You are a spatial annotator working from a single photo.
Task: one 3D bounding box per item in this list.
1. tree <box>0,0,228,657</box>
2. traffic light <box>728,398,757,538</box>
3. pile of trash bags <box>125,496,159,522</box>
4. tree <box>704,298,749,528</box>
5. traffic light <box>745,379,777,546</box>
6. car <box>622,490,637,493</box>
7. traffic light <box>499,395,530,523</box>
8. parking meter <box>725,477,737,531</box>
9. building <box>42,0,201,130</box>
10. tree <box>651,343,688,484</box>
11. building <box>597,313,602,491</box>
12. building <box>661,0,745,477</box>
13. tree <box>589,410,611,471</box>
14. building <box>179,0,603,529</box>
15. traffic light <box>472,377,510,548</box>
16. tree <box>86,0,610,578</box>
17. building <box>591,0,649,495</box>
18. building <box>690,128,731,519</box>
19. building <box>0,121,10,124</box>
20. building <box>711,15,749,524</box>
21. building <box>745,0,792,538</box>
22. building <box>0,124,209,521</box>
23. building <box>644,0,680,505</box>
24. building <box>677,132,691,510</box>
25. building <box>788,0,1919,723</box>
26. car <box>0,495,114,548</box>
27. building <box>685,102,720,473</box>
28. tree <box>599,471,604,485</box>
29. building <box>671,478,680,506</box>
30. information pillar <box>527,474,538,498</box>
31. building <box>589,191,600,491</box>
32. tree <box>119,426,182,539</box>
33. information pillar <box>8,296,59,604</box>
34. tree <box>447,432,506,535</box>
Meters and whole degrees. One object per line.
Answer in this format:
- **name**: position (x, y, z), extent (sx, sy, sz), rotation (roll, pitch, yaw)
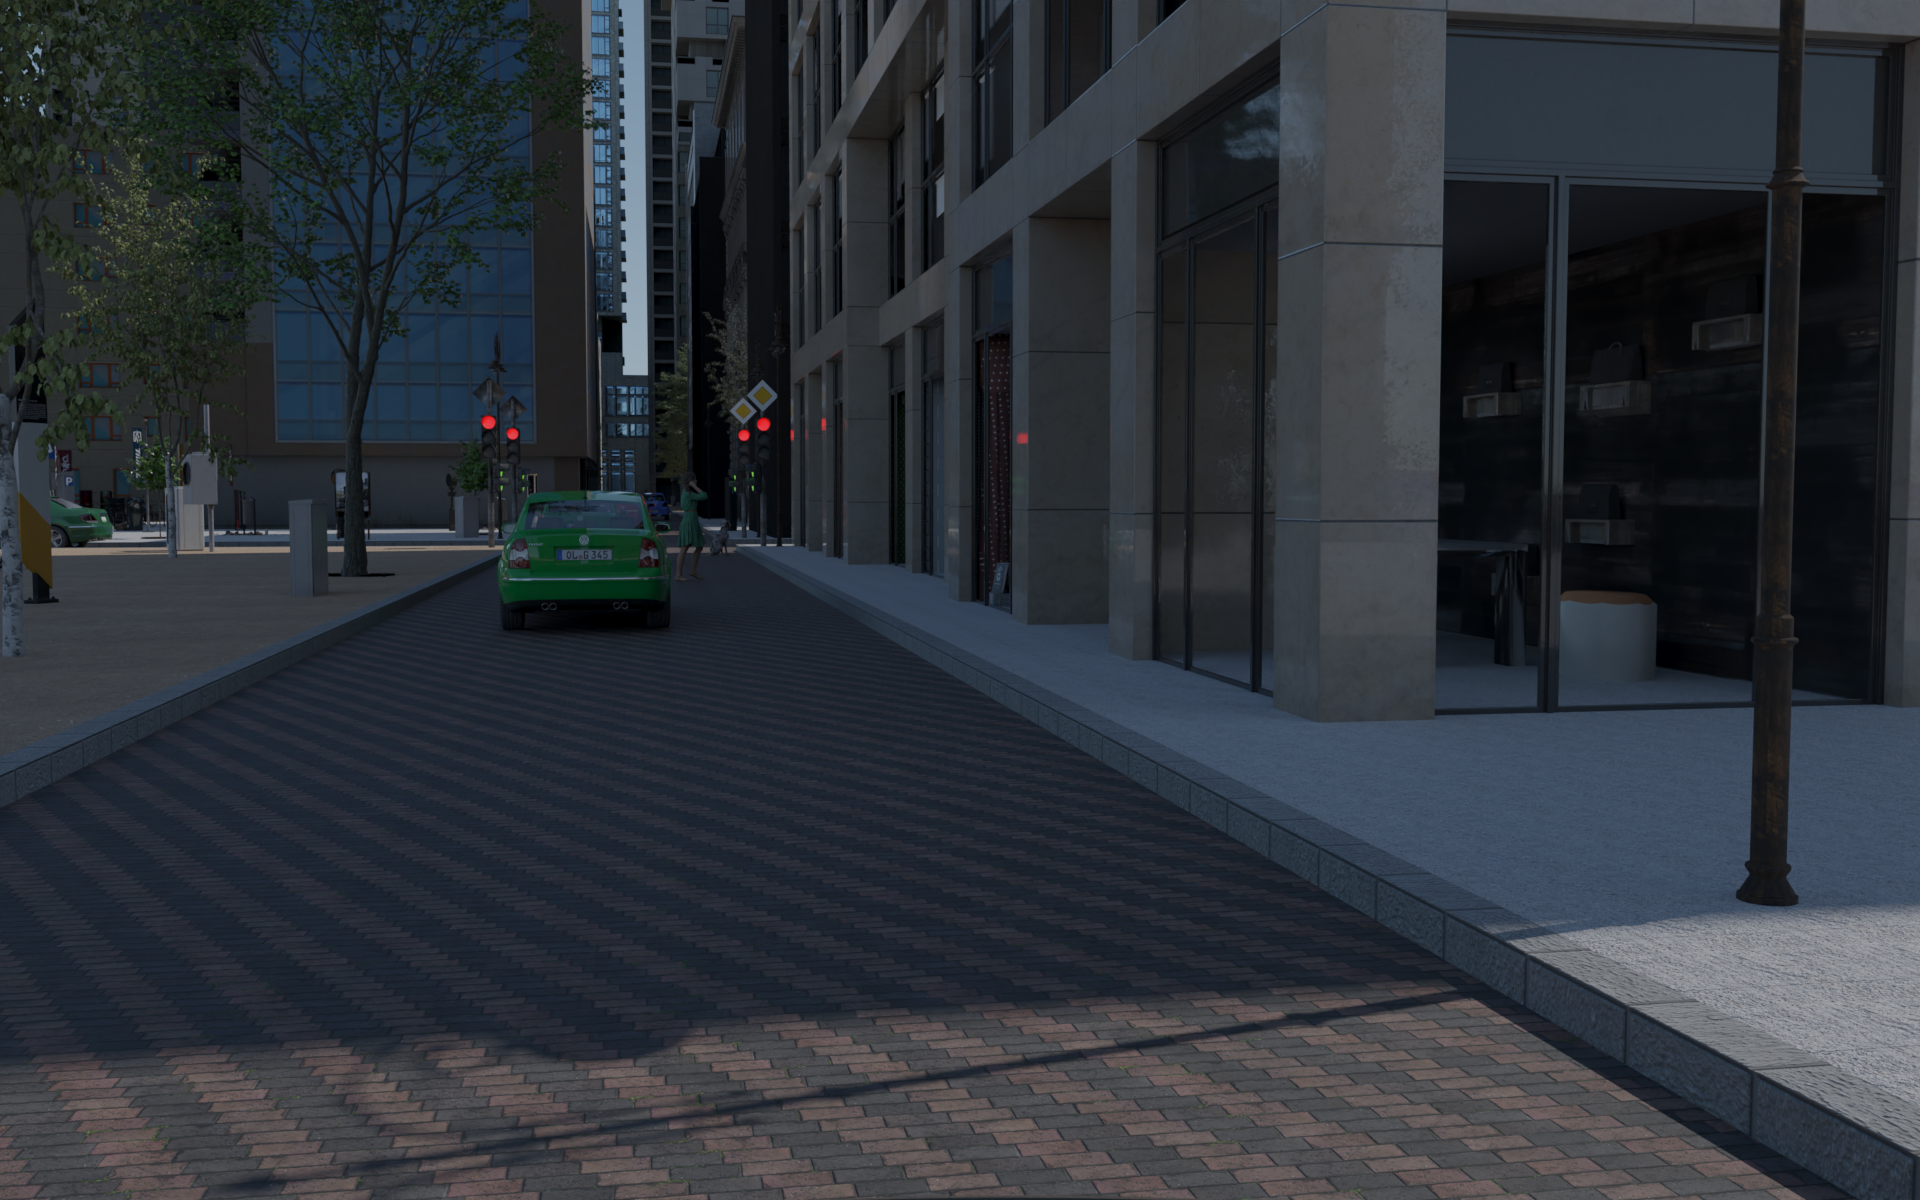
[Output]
- **tree**: position (-7.557, -3.844, 13.219), extent (4.737, 8.622, 4.395), rotation (0, 3, 0)
- **traffic light**: position (-6.323, -3.765, 50.470), extent (0.839, 4.253, 0.868), rotation (-1, 4, -10)
- **pile of trash bags**: position (-37.580, -4.302, 80.097), extent (3.447, 1.369, 1.912), rotation (-3, 4, -37)
- **tree**: position (-7.812, -7.019, 65.123), extent (4.360, 8.622, 3.978), rotation (0, 3, 0)
- **traffic light**: position (-4.866, -3.284, 42.619), extent (0.839, 4.253, 0.868), rotation (-1, 4, -10)
- **car**: position (-33.315, -10.143, 174.504), extent (2.281, 1.827, 5.304), rotation (-1, 4, -8)
- **traffic light**: position (-12.673, -3.692, 49.280), extent (0.839, 4.253, 0.868), rotation (-1, 4, -10)
- **parking meter**: position (-7.960, -3.337, 60.265), extent (0.255, 1.863, 0.399), rotation (3, 4, 36)
- **building**: position (-94.227, -46.896, 204.998), extent (20.611, 71.187, 20.563), rotation (-1, 4, -10)
- **tree**: position (-19.443, -12.951, 129.879), extent (7.486, 12.596, 7.792), rotation (0, 3, 0)
- **building**: position (-52.829, -20.639, 182.488), extent (28.899, 21.520, 27.650), rotation (-1, 4, -10)
- **building**: position (-13.306, -35.152, 163.974), extent (28.713, 52.752, 27.495), rotation (-1, 4, -10)
- **tree**: position (-26.010, -10.262, 118.148), extent (4.360, 8.622, 3.978), rotation (0, 3, 0)
- **building**: position (-22.006, -25.638, 69.297), extent (14.600, 45.320, 14.200), rotation (-1, 4, -10)
- **traffic light**: position (-11.216, -3.211, 41.428), extent (0.839, 4.253, 0.868), rotation (-1, 4, -10)
- **tree**: position (-9.261, -6.173, 26.685), extent (9.928, 11.665, 9.643), rotation (0, 3, 0)
- **building**: position (-54.258, -54.988, 211.731), extent (31.000, 86.520, 22.319), rotation (-1, 4, -10)
- **building**: position (-8.739, -16.413, 98.026), extent (12.332, 23.373, 15.834), rotation (-1, 4, -10)
- **building**: position (-111.250, -33.621, 199.808), extent (14.200, 45.320, 14.600), rotation (-1, 4, -10)
- **building**: position (-5.367, -15.322, 79.401), extent (11.050, 23.489, 19.941), rotation (-1, 4, -10)
- **building**: position (1.303, -13.899, 56.927), extent (15.834, 23.373, 12.332), rotation (-1, 4, -10)
- **building**: position (-36.093, -15.436, 97.414), extent (27.650, 21.520, 28.899), rotation (-1, 4, -10)
- **building**: position (-28.852, -47.612, 216.716), extent (20.611, 71.187, 20.563), rotation (-1, 4, -10)
- **building**: position (-16.089, -22.674, 142.423), extent (14.160, 30.474, 14.107), rotation (-1, 4, -10)
- **building**: position (8.350, -13.628, 27.339), extent (19.350, 26.468, 34.151), rotation (-1, 4, -10)
- **car**: position (-23.980, -1.938, 43.477), extent (4.920, 1.459, 2.131), rotation (-1, 4, -10)
- **building**: position (-11.864, -18.198, 115.558), extent (12.078, 24.808, 19.932), rotation (-1, 4, -10)
- **tree**: position (-36.412, -11.313, 168.687), extent (4.285, 4.588, 4.351), rotation (0, 3, 0)
- **building**: position (-15.475, -30.471, 190.089), extent (32.217, 40.220, 23.993), rotation (-1, 4, -10)
- **information pillar**: position (-15.800, -3.641, 64.027), extent (0.304, 2.012, 0.304), rotation (0, 4, 6)
- **building**: position (-40.234, -23.580, 157.238), extent (14.160, 30.474, 14.107), rotation (-1, 4, -10)
- **tree**: position (-23.044, -3.378, 49.836), extent (1.663, 3.219, 1.824), rotation (0, 3, 0)
- **information pillar**: position (-10.820, -1.763, 20.178), extent (0.183, 3.616, 0.504), rotation (1, 4, 14)
- **tree**: position (-15.084, -3.627, 53.907), extent (1.663, 3.219, 1.824), rotation (0, 3, 0)
